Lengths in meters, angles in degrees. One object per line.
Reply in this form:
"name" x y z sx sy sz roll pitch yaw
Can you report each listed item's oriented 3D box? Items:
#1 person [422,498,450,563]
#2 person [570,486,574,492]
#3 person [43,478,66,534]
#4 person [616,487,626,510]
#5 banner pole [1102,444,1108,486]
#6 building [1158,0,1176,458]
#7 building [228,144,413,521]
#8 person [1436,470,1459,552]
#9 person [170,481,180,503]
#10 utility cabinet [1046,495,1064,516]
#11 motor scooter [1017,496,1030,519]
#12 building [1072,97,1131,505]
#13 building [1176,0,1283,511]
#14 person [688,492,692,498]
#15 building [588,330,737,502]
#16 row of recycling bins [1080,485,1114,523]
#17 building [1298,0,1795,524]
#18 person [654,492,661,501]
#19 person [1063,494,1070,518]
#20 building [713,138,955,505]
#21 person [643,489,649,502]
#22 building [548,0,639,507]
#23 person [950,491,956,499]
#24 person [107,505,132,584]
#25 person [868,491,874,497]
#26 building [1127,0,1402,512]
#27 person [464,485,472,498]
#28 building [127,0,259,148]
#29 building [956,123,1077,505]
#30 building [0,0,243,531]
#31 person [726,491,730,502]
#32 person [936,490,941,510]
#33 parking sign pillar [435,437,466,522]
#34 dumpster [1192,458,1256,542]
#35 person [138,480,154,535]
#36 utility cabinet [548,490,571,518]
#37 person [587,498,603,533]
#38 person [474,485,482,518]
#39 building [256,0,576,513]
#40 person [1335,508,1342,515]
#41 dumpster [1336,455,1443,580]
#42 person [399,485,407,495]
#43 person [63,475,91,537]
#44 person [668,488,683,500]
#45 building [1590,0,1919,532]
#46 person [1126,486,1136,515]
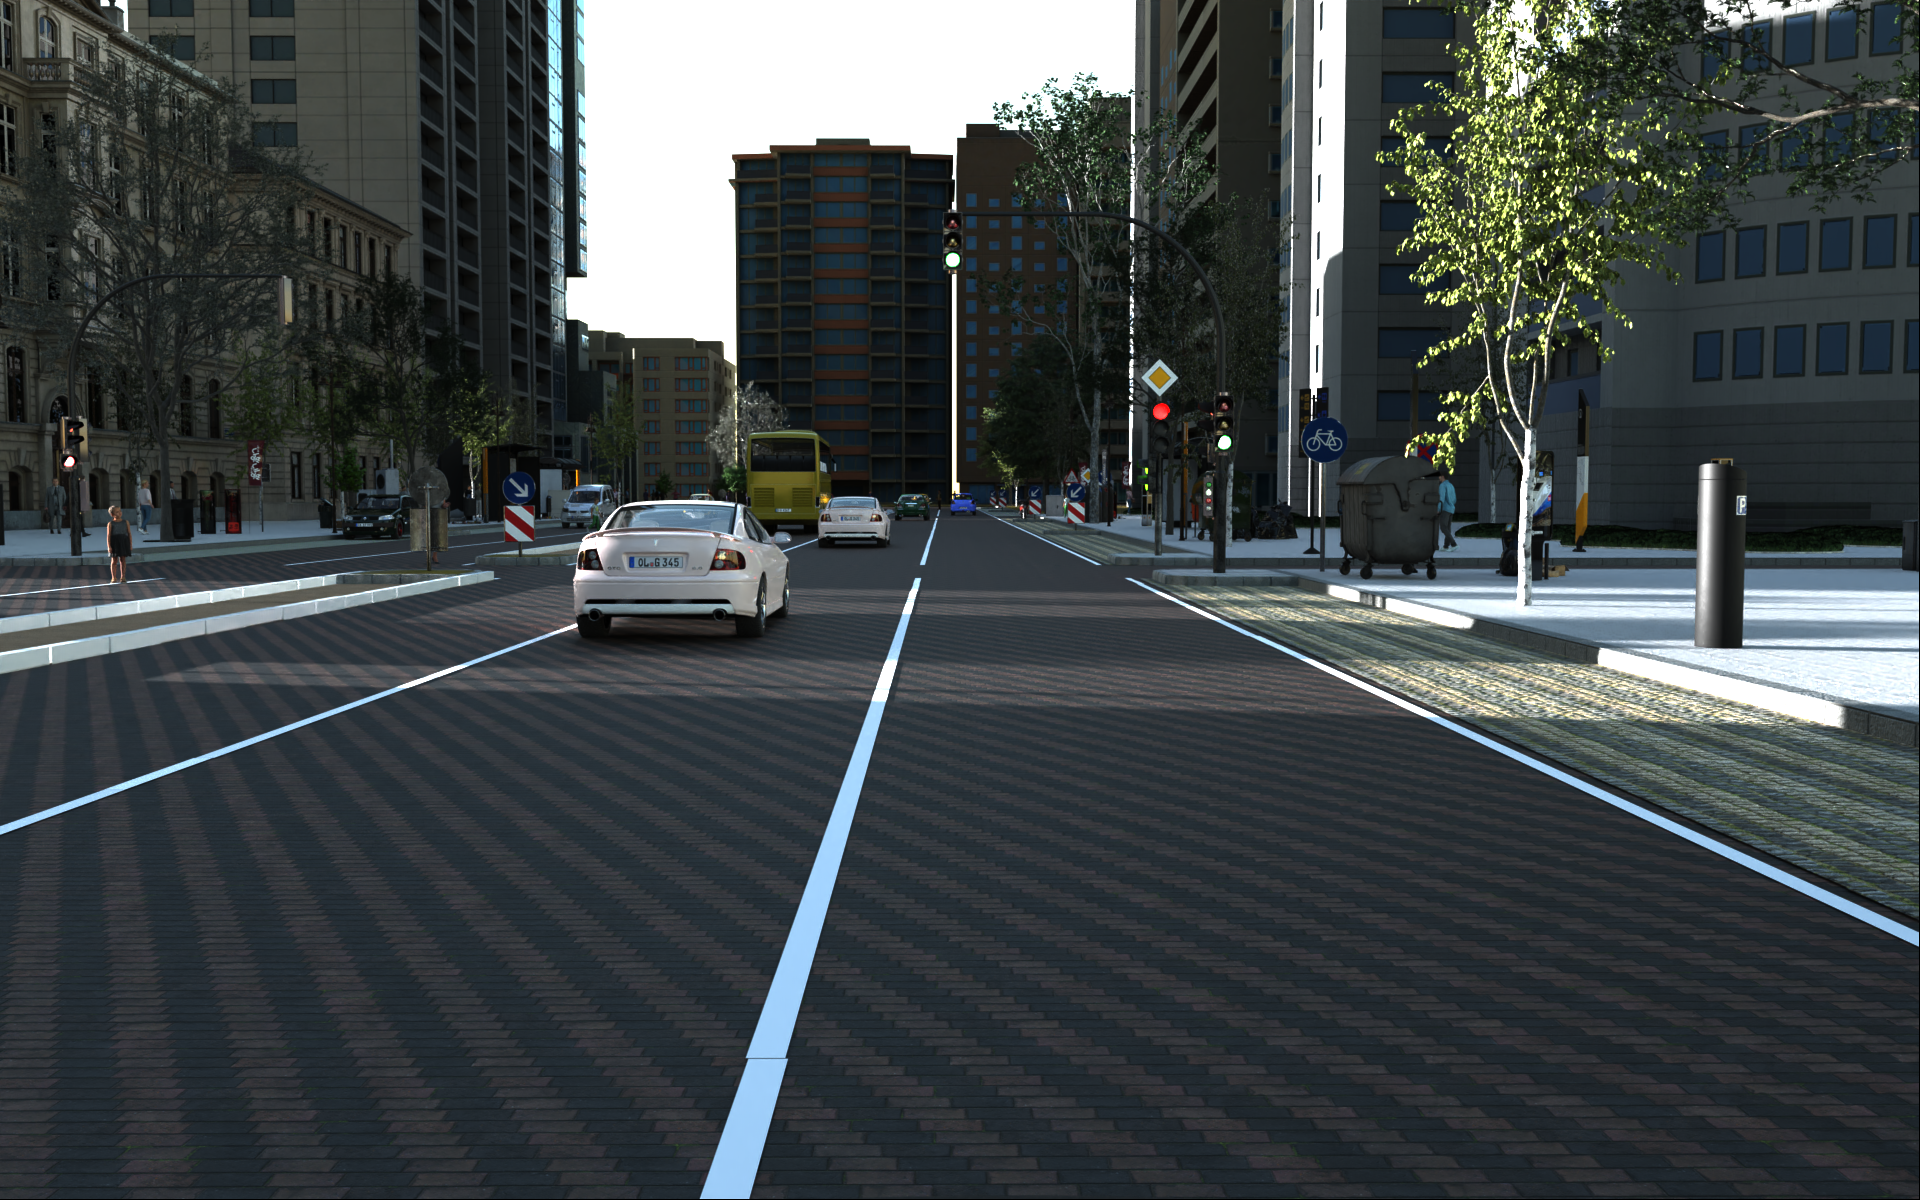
"person" -10.866 -1.640 35.676 0.532 1.782 0.716 3 5 44
"person" -23.739 -6.092 105.916 0.793 1.790 0.793 -1 4 -23
"person" -29.201 -3.041 55.868 0.694 1.812 0.767 -2 4 -28
"person" -26.857 -7.943 135.916 1.348 1.824 0.705 0 4 1
"banner pole" 7.195 -5.843 85.547 0.401 3.779 0.863 2 4 33
"building" 23.777 -29.938 139.597 14.600 45.320 14.200 0 4 -1
"building" -36.779 -13.834 90.808 10.561 19.102 19.286 0 4 -1
"person" 10.859 -1.986 38.534 0.620 1.820 0.660 3 4 37
"person" -30.517 -3.705 66.898 0.850 1.792 0.678 1 4 13
"utility cabinet" 5.452 -5.400 99.457 1.020 1.237 0.306 1 4 18
"motor scooter" 3.621 -5.229 98.277 0.815 1.314 1.986 0 4 -2
"building" 24.540 -36.177 215.187 21.600 48.544 21.300 0 4 -1
"building" 27.126 -30.456 121.662 21.300 48.544 21.600 0 4 -1
"person" -23.025 -8.502 148.312 1.065 1.426 0.557 3 5 41
"building" -44.405 -22.881 219.144 28.899 21.520 27.650 0 4 -1
"row of recycling bins" 6.187 -4.373 78.615 1.069 1.692 3.534 1 4 19
"building" 28.566 -33.851 95.457 21.231 58.520 28.212 0 4 -1
"person" -26.511 -8.944 151.905 0.705 1.869 1.348 1 4 16
"person" 5.839 -5.128 94.134 0.306 1.304 0.590 -2 4 -35
"building" -15.056 -34.335 216.000 28.867 44.769 22.147 0 4 -1
"person" -27.462 -8.842 151.531 0.541 1.710 0.530 3 4 38
"building" -48.220 -52.011 163.056 31.000 86.520 22.319 0 4 -1
"person" -0.545 -10.933 187.281 1.348 1.821 0.705 -2 4 -34
"person" -13.493 -0.896 27.814 0.362 1.253 0.373 -2 4 -31
"person" -8.959 -10.153 174.944 0.683 1.767 0.568 -1 4 -17
"building" 26.503 -37.894 161.562 21.231 58.520 28.212 0 4 -1
"person" -30.861 -6.299 108.873 0.661 1.843 0.795 -2 4 -30
"building" -42.637 -41.682 119.745 20.563 71.187 20.611 0 4 -1
"building" 6.663 -34.402 212.590 14.200 45.320 14.600 0 4 -1
"building" -38.871 -14.959 63.664 14.460 24.649 34.723 0 4 -1
"person" -24.402 -10.721 182.244 0.541 1.710 0.530 -2 4 -31
"person" -1.899 -9.098 157.344 0.705 1.812 1.348 -1 4 -18
"parking sign pillar" -23.857 -5.655 80.928 1.447 3.967 1.447 2 4 32
"dumpster" 7.215 -2.744 47.354 1.502 2.255 1.985 0 4 0
"person" -25.808 -2.942 54.823 0.731 1.740 0.598 1 4 17
"utility cabinet" -21.534 -5.166 93.139 1.173 1.500 0.318 -1 4 -11
"person" -13.388 -3.100 63.429 0.590 1.304 0.306 1 4 9
"person" -25.939 -5.311 93.428 0.519 1.759 0.362 0 4 2
"building" -42.372 -42.940 140.320 20.563 71.187 20.611 0 4 -1
"person" 17.067 -3.991 76.794 1.012 1.151 0.738 -2 4 -33
"dumpster" 6.610 -1.279 26.668 1.264 1.857 1.865 0 4 -1
"person" -28.604 -5.035 89.117 0.466 1.731 0.760 -1 4 -23
"person" -26.092 -2.786 51.371 0.659 1.850 0.755 2 4 33
"person" -22.661 -8.023 137.944 1.217 1.743 0.721 0 4 -4
"building" 34.243 -31.494 56.930 28.212 58.520 21.231 0 4 -1
"person" 10.155 -5.939 103.734 0.643 1.750 0.593 -3 4 -36
